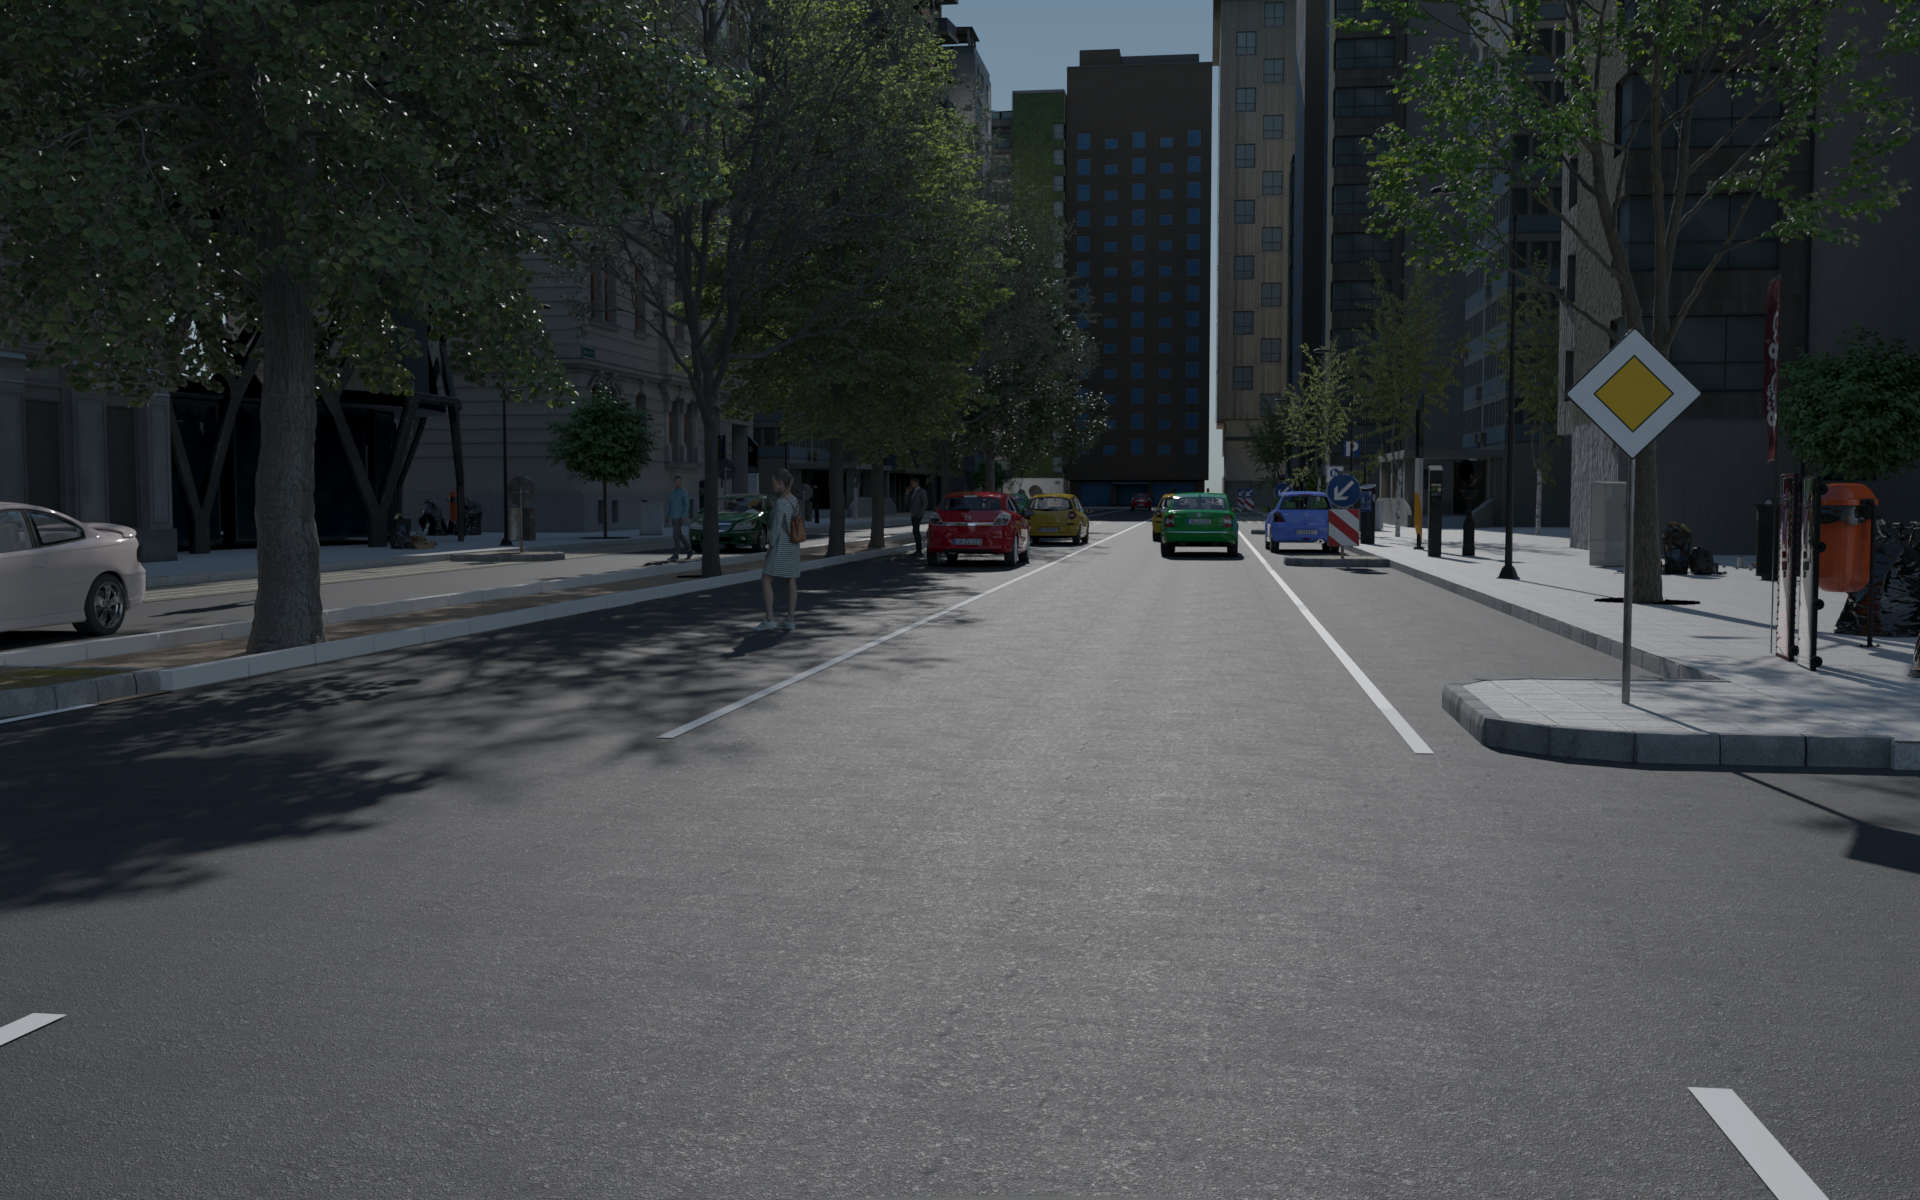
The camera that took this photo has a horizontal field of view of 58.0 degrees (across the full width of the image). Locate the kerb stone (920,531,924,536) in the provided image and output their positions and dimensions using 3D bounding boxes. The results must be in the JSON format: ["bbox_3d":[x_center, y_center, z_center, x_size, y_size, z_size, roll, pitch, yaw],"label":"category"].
[{"bbox_3d":[-1.422,-2.186,58.015,0.120,0.150,1.000,0,4,8],"label":"kerb stone"}]

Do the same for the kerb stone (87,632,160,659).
[{"bbox_3d":[-7.493,0.416,15.402,0.120,0.150,1.000,0,4,8],"label":"kerb stone"}]

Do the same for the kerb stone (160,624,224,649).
[{"bbox_3d":[-7.342,0.353,16.423,0.120,0.150,1.000,0,4,8],"label":"kerb stone"}]

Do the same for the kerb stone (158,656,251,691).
[{"bbox_3d":[-5.702,0.559,13.069,0.120,0.150,1.000,0,4,8],"label":"kerb stone"}]

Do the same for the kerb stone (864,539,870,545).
[{"bbox_3d":[-2.723,-1.629,48.875,0.120,0.150,1.000,0,4,8],"label":"kerb stone"}]

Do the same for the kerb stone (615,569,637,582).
[{"bbox_3d":[-5.602,-0.391,28.591,0.120,0.150,1.000,0,4,8],"label":"kerb stone"}]

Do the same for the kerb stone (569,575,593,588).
[{"bbox_3d":[-5.904,-0.264,26.563,0.120,0.150,1.000,0,4,8],"label":"kerb stone"}]

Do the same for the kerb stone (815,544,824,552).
[{"bbox_3d":[-3.589,-1.258,42.795,0.120,0.150,1.000,0,4,8],"label":"kerb stone"}]

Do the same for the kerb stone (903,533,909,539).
[{"bbox_3d":[-1.854,-2.003,54.974,0.120,0.150,1.000,0,4,8],"label":"kerb stone"}]

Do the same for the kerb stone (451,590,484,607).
[{"bbox_3d":[-6.476,-0.017,22.502,0.120,0.150,1.000,0,4,8],"label":"kerb stone"}]

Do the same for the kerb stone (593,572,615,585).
[{"bbox_3d":[-5.756,-0.329,27.574,0.120,0.150,1.000,0,4,8],"label":"kerb stone"}]

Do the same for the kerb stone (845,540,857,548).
[{"bbox_3d":[-3.011,-1.508,46.849,0.120,0.150,1.000,0,4,8],"label":"kerb stone"}]

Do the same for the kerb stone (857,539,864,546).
[{"bbox_3d":[-2.867,-1.570,47.863,0.120,0.150,1.000,0,4,8],"label":"kerb stone"}]

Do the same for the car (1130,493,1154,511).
[{"bbox_3d":[15.848,-8.685,151.038,2.155,1.783,4.494,0,4,8],"label":"car"}]

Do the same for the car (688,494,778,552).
[{"bbox_3d":[-5.537,-1.999,44.484,2.131,1.459,4.920,1,4,9],"label":"car"}]

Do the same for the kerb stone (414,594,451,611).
[{"bbox_3d":[-6.621,0.043,21.490,0.120,0.150,1.000,0,4,8],"label":"kerb stone"}]

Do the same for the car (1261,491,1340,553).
[{"bbox_3d":[8.589,-2.081,43.614,1.945,1.707,3.694,0,4,7],"label":"car"}]

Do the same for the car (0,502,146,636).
[{"bbox_3d":[-9.708,-0.244,16.358,2.083,1.381,4.827,0,4,7],"label":"car"}]

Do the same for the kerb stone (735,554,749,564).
[{"bbox_3d":[-4.594,-0.825,35.692,0.120,0.150,1.000,0,4,8],"label":"kerb stone"}]

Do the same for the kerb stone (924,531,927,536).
[{"bbox_3d":[-1.269,-2.253,59.025,0.120,0.150,1.000,0,4,8],"label":"kerb stone"}]

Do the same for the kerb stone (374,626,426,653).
[{"bbox_3d":[-5.270,0.372,16.107,0.120,0.150,1.000,0,4,8],"label":"kerb stone"}]

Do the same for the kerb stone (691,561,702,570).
[{"bbox_3d":[-5.033,-0.636,32.655,0.120,0.150,1.000,0,4,8],"label":"kerb stone"}]

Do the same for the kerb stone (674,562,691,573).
[{"bbox_3d":[-5.175,-0.572,31.643,0.120,0.150,1.000,0,4,8],"label":"kerb stone"}]

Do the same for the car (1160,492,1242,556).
[{"bbox_3d":[5.723,-1.983,41.226,1.959,1.807,4.718,1,4,9],"label":"car"}]

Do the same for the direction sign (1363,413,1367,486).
[{"bbox_3d":[11.450,-3.485,48.985,0.379,3.537,0.876,1,4,10],"label":"direction sign"}]

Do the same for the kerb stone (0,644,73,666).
[{"bbox_3d":[-7.630,0.478,14.382,0.120,0.150,1.000,0,4,8],"label":"kerb stone"}]

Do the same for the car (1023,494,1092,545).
[{"bbox_3d":[2.794,-2.458,50.407,2.015,1.641,3.980,1,4,9],"label":"car"}]

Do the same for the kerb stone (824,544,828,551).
[{"bbox_3d":[-3.446,-1.322,43.807,0.120,0.150,1.000,0,4,8],"label":"kerb stone"}]

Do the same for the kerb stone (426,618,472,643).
[{"bbox_3d":[-5.121,0.310,17.123,0.120,0.150,1.000,0,4,8],"label":"kerb stone"}]

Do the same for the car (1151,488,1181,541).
[{"bbox_3d":[6.950,-2.685,54.116,2.015,1.641,3.980,1,4,10],"label":"car"}]

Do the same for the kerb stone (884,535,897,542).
[{"bbox_3d":[-2.150,-1.881,52.949,0.120,0.150,1.000,0,4,8],"label":"kerb stone"}]

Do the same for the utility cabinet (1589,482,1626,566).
[{"bbox_3d":[11.617,-1.349,30.736,1.173,1.500,0.318,-3,5,-43],"label":"utility cabinet"}]

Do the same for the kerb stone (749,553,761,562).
[{"bbox_3d":[-4.456,-0.887,36.705,0.120,0.150,1.000,0,4,8],"label":"kerb stone"}]

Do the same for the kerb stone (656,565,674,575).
[{"bbox_3d":[-5.316,-0.514,30.630,0.120,0.150,1.000,0,4,8],"label":"kerb stone"}]

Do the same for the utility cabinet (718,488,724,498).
[{"bbox_3d":[-8.373,-3.085,59.114,0.318,1.500,1.173,0,4,8],"label":"utility cabinet"}]

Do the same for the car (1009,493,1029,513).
[{"bbox_3d":[3.299,-5.830,104.119,1.959,1.807,4.718,0,4,7],"label":"car"}]

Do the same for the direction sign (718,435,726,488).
[{"bbox_3d":[-9.136,-4.555,66.479,0.379,3.537,0.876,-2,4,-26],"label":"direction sign"}]

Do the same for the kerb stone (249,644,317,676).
[{"bbox_3d":[-5.558,0.498,14.083,0.120,0.150,1.000,0,4,8],"label":"kerb stone"}]

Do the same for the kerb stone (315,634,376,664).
[{"bbox_3d":[-5.409,0.434,15.094,0.120,0.150,1.000,0,4,8],"label":"kerb stone"}]

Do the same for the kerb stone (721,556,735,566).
[{"bbox_3d":[-4.743,-0.759,34.680,0.120,0.150,1.000,0,4,8],"label":"kerb stone"}]

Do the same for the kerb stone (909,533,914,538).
[{"bbox_3d":[-1.705,-2.063,55.986,0.120,0.150,1.000,0,4,8],"label":"kerb stone"}]

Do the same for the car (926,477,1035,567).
[{"bbox_3d":[0.430,-1.637,35.801,2.155,1.783,4.494,0,4,7],"label":"car"}]

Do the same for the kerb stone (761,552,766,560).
[{"bbox_3d":[-4.309,-0.949,37.717,0.120,0.150,1.000,0,4,8],"label":"kerb stone"}]

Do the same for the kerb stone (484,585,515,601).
[{"bbox_3d":[-6.332,-0.076,23.514,0.120,0.150,1.000,0,4,8],"label":"kerb stone"}]

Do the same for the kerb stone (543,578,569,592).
[{"bbox_3d":[-6.041,-0.205,25.549,0.120,0.150,1.000,0,4,8],"label":"kerb stone"}]

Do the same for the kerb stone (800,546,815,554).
[{"bbox_3d":[-3.732,-1.195,41.777,0.120,0.150,1.000,0,4,8],"label":"kerb stone"}]

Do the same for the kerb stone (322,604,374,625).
[{"bbox_3d":[-6.906,0.167,19.463,0.120,0.150,1.000,0,4,8],"label":"kerb stone"}]

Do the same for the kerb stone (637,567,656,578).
[{"bbox_3d":[-5.465,-0.453,29.609,0.120,0.150,1.000,0,4,8],"label":"kerb stone"}]

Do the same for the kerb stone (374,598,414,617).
[{"bbox_3d":[-6.766,0.107,20.478,0.120,0.150,1.000,0,4,8],"label":"kerb stone"}]

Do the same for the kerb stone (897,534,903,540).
[{"bbox_3d":[-1.990,-1.943,53.959,0.120,0.150,1.000,0,4,8],"label":"kerb stone"}]

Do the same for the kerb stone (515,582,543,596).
[{"bbox_3d":[-6.192,-0.141,24.530,0.120,0.150,1.000,0,4,8],"label":"kerb stone"}]

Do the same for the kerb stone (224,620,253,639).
[{"bbox_3d":[-7.196,0.291,17.435,0.120,0.150,1.000,0,4,8],"label":"kerb stone"}]
